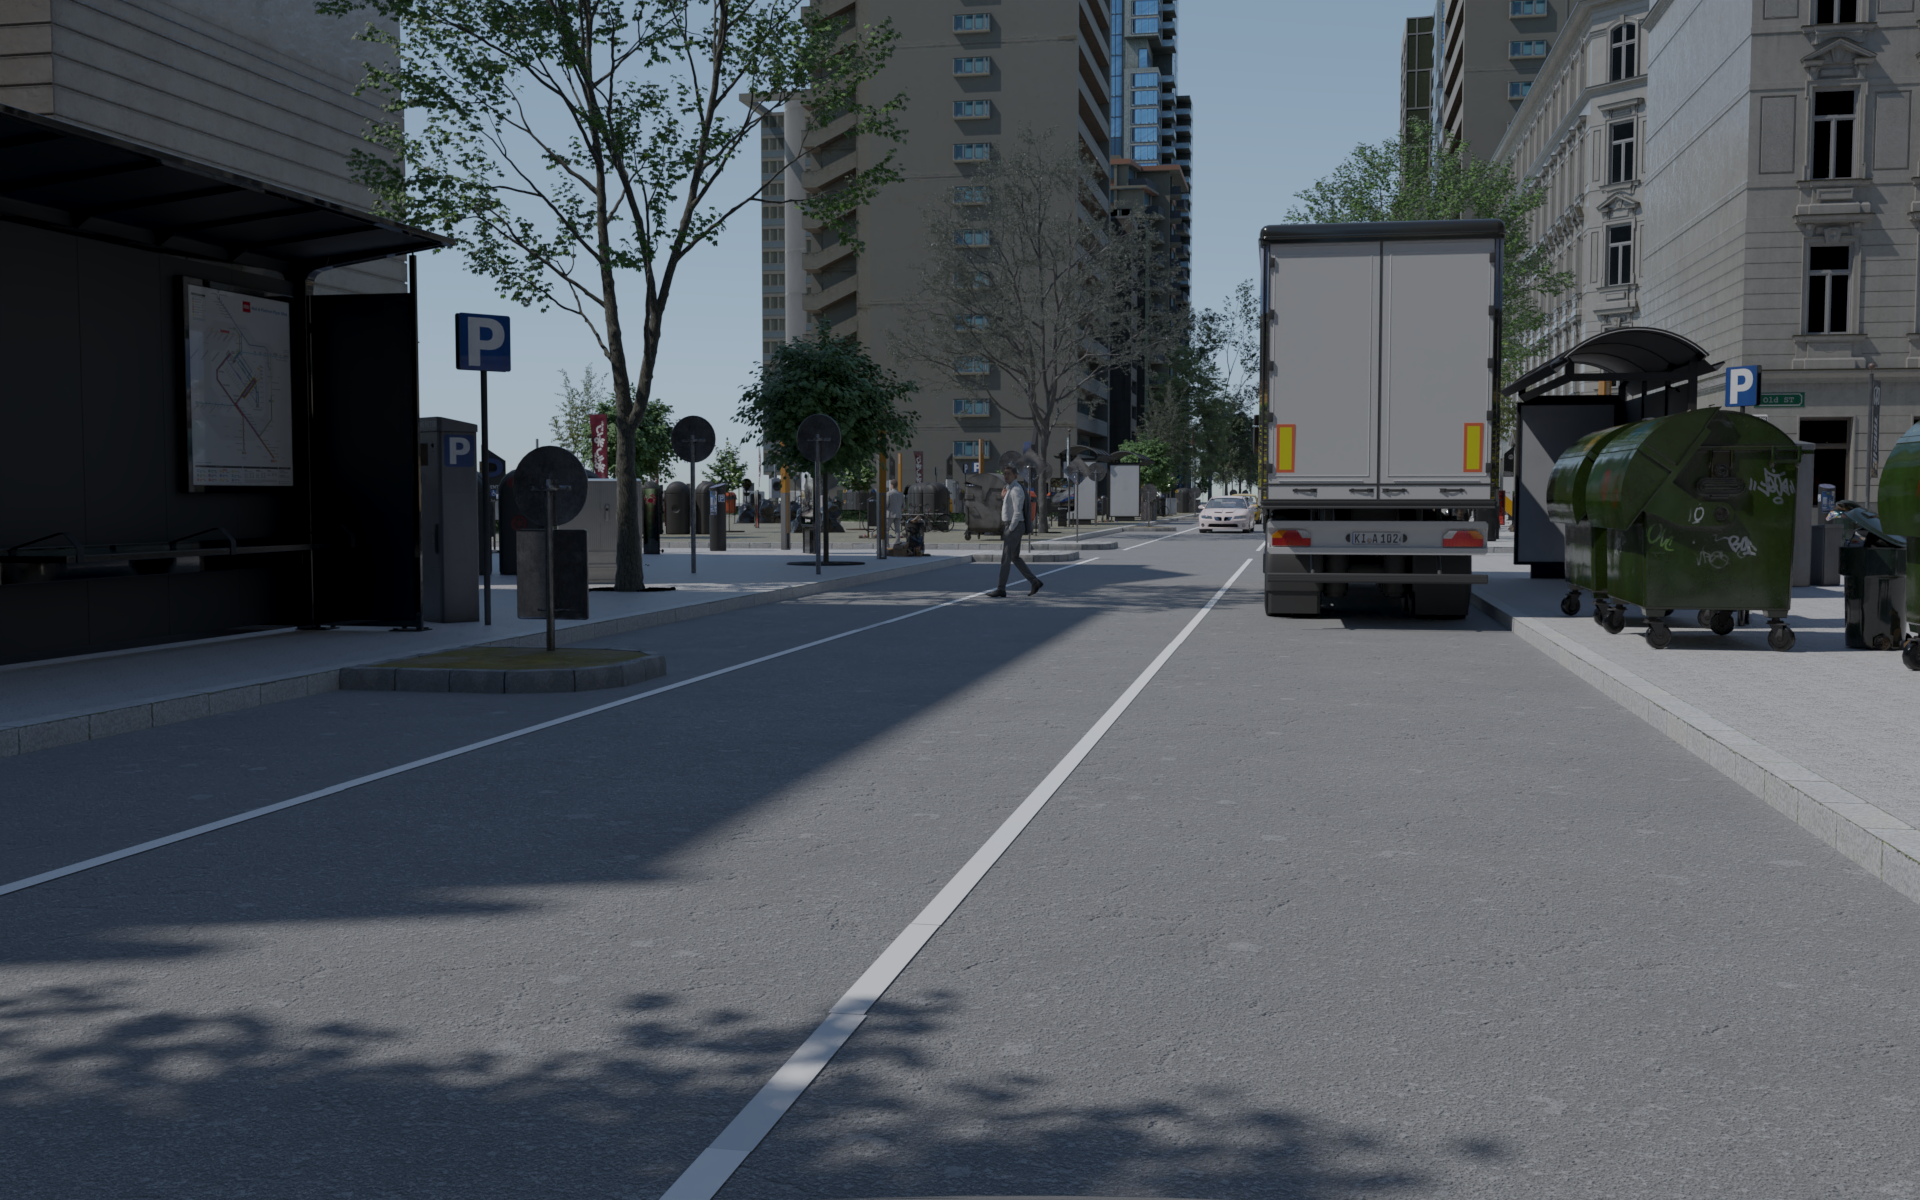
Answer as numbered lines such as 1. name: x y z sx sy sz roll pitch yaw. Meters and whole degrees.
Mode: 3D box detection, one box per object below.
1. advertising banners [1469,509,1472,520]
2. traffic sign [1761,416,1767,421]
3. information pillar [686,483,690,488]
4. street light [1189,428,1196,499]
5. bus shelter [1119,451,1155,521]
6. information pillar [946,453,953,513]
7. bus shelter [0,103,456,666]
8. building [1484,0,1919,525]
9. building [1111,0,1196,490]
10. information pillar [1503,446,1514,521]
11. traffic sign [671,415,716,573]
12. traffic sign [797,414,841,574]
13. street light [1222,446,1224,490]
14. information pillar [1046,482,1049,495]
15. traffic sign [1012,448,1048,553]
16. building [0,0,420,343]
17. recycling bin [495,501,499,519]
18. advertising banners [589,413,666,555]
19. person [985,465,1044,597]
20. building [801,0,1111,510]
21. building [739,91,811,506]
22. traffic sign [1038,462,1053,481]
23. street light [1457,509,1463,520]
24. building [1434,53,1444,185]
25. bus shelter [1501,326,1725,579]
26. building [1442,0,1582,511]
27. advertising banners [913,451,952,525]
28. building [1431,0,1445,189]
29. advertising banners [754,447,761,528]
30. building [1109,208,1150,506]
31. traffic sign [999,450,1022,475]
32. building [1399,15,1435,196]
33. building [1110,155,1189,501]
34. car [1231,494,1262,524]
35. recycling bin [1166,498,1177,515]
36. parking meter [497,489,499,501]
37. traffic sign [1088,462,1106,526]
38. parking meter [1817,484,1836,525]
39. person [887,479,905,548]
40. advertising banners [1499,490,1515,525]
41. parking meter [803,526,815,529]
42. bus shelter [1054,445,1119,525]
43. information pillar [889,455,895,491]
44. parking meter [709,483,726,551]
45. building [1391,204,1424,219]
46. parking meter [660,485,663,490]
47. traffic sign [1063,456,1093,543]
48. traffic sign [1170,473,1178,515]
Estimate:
1. advertising banners: 24.314 -5.484 85.847 2.074 3.025 0.090 2 4 23
2. traffic sign: 10.117 -1.244 22.462 0.606 2.300 0.079 1 4 14
3. information pillar: -18.476 -6.953 118.179 0.304 2.012 0.304 1 4 13
4. street light: 16.343 -9.098 121.538 0.468 5.910 1.993 1 4 11
5. bus shelter: 8.150 -5.481 83.530 2.014 3.302 5.546 1 4 11
6. information pillar: -0.592 -6.525 98.034 0.183 3.616 0.504 3 5 42
7. bus shelter: -6.095 -1.343 13.236 1.731 3.624 6.357 1 4 11
8. building: 38.810 -19.330 92.463 17.030 29.872 44.131 1 4 11
9. building: 24.112 -57.614 254.665 22.319 86.520 31.000 1 4 11
10. information pillar: 26.435 -5.630 83.411 0.504 3.616 0.183 1 4 17
11. traffic sign: -4.326 -1.709 28.049 0.768 2.556 0.104 1 4 12
12. traffic sign: -2.263 -1.681 27.595 0.768 2.556 0.104 1 4 20
13. street light: 25.060 -11.750 164.907 0.468 5.910 1.993 1 4 11
14. information pillar: 5.227 -6.167 105.319 0.304 2.012 0.304 -1 4 -10
15. traffic sign: 1.518 -2.085 37.735 0.795 2.450 0.064 1 4 11
16. building: -19.832 -11.003 29.053 18.267 20.994 9.793 1 4 11
17. recycling bin: -16.826 -3.011 61.790 0.722 1.027 0.722 3 5 43
18. advertising banners: -7.171 -2.505 37.149 2.074 3.025 0.090 2 4 32
19. person: 0.752 -0.951 24.156 0.850 1.850 0.679 -1 4 -9
20. building: -0.175 -31.211 134.000 21.300 48.544 21.600 1 4 11
21. building: -1.132 -28.500 157.862 32.217 40.220 23.993 1 4 11
22. traffic sign: 3.261 -4.146 67.892 0.768 2.556 0.104 1 4 21
23. street light: 10.303 -3.839 35.549 0.468 5.910 1.993 1 4 11
24. building: 56.975 -33.330 164.555 23.786 49.044 30.456 1 4 11
25. bus shelter: 8.703 -1.820 23.674 2.014 3.302 5.546 1 4 11
26. building: 50.508 -31.539 139.368 21.300 48.544 21.600 1 4 11
27. advertising banners: -1.130 -4.576 71.001 2.074 3.025 0.090 -3 5 -42
28. building: 68.345 -55.369 217.947 22.319 86.520 31.000 1 4 11
29. advertising banners: -7.609 -4.212 65.048 0.090 3.025 2.074 -1 4 -12
30. building: 11.466 -24.669 175.032 14.160 30.474 14.107 1 4 11
31. traffic sign: 1.499 -3.087 50.585 0.768 2.556 0.104 1 4 12
32. building: 74.097 -50.173 258.578 20.563 71.187 20.611 1 4 11
33. building: 18.179 -34.986 226.646 22.147 44.769 28.867 1 4 11
34. car: 13.587 -4.456 83.072 2.015 1.641 3.980 1 4 12
35. recycling bin: 13.015 -5.809 107.533 0.722 1.027 0.722 -1 4 -10
36. parking meter: -18.677 -3.800 70.546 0.372 1.533 0.369 0 3 0
37. traffic sign: 5.482 -4.265 69.833 0.768 2.556 0.104 1 4 18
38. parking meter: 21.143 -2.071 42.276 0.372 1.533 0.369 0 3 0
39. person: -1.713 -2.125 43.444 0.606 1.804 0.583 -3 5 -40
40. advertising banners: 22.202 -4.586 71.162 2.074 3.025 0.090 2 4 34
41. parking meter: -4.510 -2.643 51.620 0.372 1.533 0.369 0 3 0
42. bus shelter: 5.390 -4.905 74.118 2.014 3.302 5.546 1 4 11
43. information pillar: -3.968 -6.719 101.211 0.183 3.616 0.504 2 4 35
44. parking meter: -5.450 -1.869 38.976 0.372 1.533 0.369 0 3 0
45. building: 67.291 -34.213 242.978 14.154 41.232 14.086 1 4 11
46. parking meter: -18.738 -6.263 108.114 0.399 1.863 0.255 2 4 34
47. traffic sign: 3.091 -2.564 45.564 0.795 2.450 0.064 1 4 11
48. traffic sign: 12.535 -6.312 103.204 0.884 2.594 0.081 1 4 19
